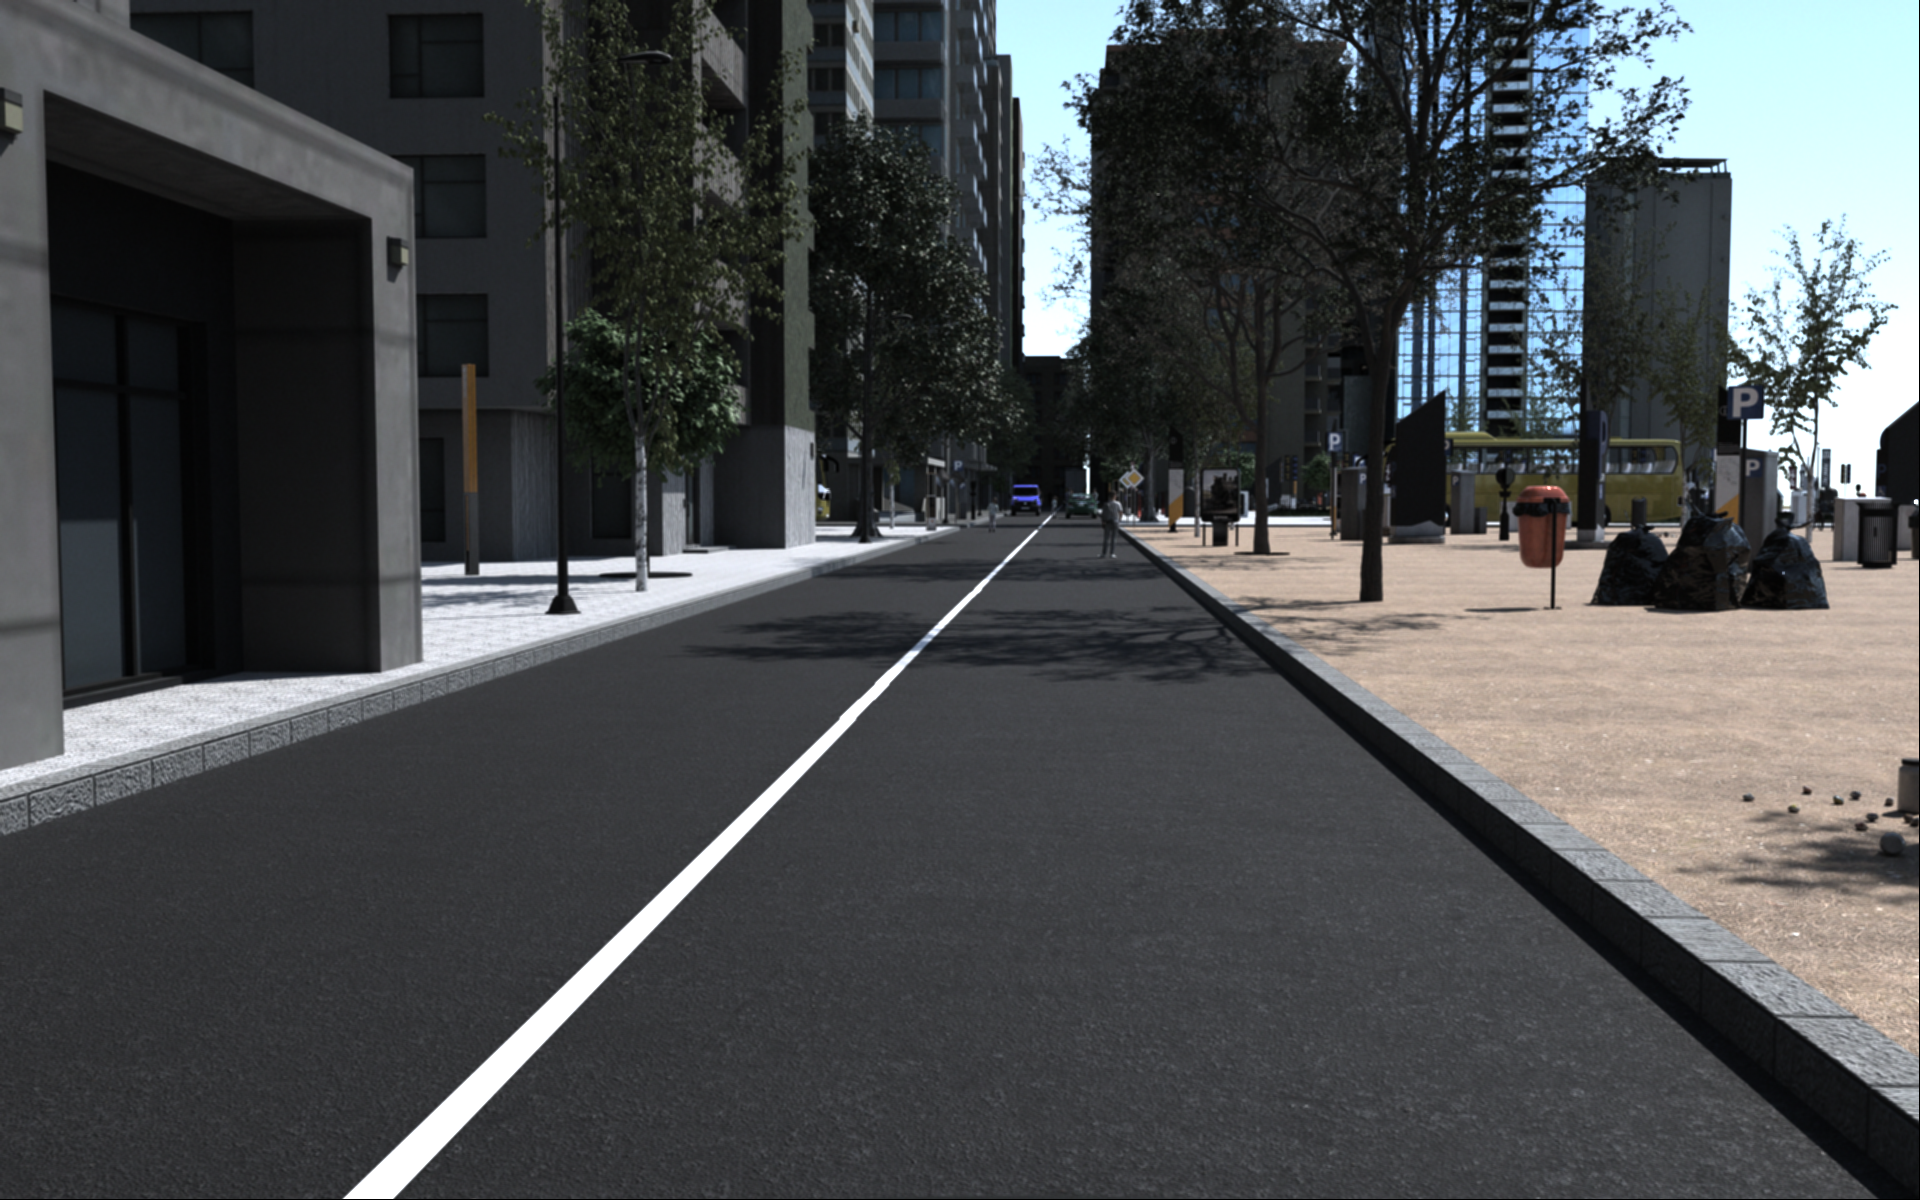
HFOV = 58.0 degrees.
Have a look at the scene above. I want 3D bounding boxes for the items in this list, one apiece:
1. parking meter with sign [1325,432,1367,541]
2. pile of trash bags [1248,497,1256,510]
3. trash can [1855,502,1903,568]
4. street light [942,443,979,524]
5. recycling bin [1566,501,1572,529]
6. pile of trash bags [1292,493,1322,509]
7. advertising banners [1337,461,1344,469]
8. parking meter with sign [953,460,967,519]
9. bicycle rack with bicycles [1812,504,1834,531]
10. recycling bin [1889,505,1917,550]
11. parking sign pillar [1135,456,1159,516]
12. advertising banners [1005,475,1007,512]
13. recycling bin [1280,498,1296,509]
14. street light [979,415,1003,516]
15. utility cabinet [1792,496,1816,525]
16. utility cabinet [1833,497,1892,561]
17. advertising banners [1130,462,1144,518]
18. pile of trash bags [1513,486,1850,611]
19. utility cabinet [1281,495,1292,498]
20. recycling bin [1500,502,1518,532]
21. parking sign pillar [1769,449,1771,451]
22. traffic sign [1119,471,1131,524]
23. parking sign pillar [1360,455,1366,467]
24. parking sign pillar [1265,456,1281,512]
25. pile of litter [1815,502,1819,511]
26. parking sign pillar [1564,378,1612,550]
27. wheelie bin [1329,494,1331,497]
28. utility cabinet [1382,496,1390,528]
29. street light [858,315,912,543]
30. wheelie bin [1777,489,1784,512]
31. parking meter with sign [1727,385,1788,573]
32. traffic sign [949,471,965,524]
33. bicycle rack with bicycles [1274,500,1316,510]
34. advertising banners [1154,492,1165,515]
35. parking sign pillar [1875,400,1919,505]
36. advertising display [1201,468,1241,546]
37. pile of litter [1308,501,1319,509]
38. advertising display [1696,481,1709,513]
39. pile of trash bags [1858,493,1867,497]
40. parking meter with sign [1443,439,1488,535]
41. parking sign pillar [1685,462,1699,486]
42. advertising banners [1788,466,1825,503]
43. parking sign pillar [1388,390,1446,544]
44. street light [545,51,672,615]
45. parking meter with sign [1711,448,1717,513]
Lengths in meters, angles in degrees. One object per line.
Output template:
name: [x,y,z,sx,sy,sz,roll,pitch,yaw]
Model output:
parking meter with sign: [10.963,-3.176,48.185,0.543,3.016,1.738,-2,4,-31]
pile of trash bags: [22.844,-7.878,138.563,1.912,1.369,3.447,1,4,10]
trash can: [15.971,-1.130,30.134,0.748,1.137,0.748,0,3,0]
street light: [-0.068,-6.247,74.672,1.470,5.913,1.316,0,4,4]
recycling bin: [21.746,-3.086,63.008,0.722,1.027,0.722,-1,4,-10]
pile of trash bags: [27.643,-7.808,137.406,1.912,1.369,3.447,-2,4,-33]
advertising banners: [20.377,-5.713,89.588,2.074,3.025,0.090,1,4,8]
parking meter with sign: [0.041,-5.662,88.827,0.543,3.016,1.738,-1,4,-10]
bicycle rack with bicycles: [30.929,-2.853,60.036,2.852,0.926,2.925,1,4,17]
recycling bin: [21.718,-1.669,39.835,0.722,1.027,0.722,3,5,41]
parking sign pillar: [11.069,-6.986,102.699,1.447,3.967,1.447,3,4,38]
advertising banners: [3.330,-7.965,126.409,0.090,3.025,2.074,0,3,0]
recycling bin: [20.608,-5.888,108.821,0.722,1.027,0.722,-3,5,-44]
street light: [1.704,-7.878,101.349,1.470,5.913,1.316,0,4,4]
utility cabinet: [35.489,-3.774,72.870,1.020,1.237,0.306,-1,4,-23]
utility cabinet: [17.405,-1.361,33.414,1.020,1.237,0.306,-1,4,-9]
advertising banners: [9.526,-5.851,91.844,0.090,3.025,2.074,3,4,36]
pile of trash bags: [7.950,-0.613,19.783,3.447,1.369,1.912,-1,4,-11]
utility cabinet: [24.505,-7.310,130.680,1.020,1.237,0.306,0,4,6]
recycling bin: [18.718,-2.816,58.595,0.722,1.027,0.722,0,4,2]
parking sign pillar: [47.612,-7.011,103.107,1.447,3.967,1.447,-2,4,-24]
traffic sign: [7.198,-4.325,74.360,0.795,2.450,0.064,0,4,4]
parking sign pillar: [27.534,-7.976,118.874,1.447,3.967,1.447,0,4,2]
parking sign pillar: [22.207,-8.255,123.443,1.447,3.967,1.447,-1,4,-14]
pile of litter: [51.119,-5.515,104.127,1.176,0.858,1.719,3,5,42]
parking sign pillar: [14.847,-3.192,40.655,1.447,3.967,1.447,2,4,29]
wheelie bin: [22.344,-5.788,102.534,0.980,1.594,0.693,2,4,28]
utility cabinet: [15.263,-3.053,61.074,1.020,1.237,0.306,-3,4,-39]
street light: [-1.940,-4.435,45.056,1.470,5.913,1.316,0,4,4]
wheelie bin: [47.396,-5.666,100.550,0.693,1.594,0.980,3,5,41]
parking meter with sign: [13.151,-1.969,28.454,0.543,3.016,1.738,3,5,42]
traffic sign: [-0.179,-4.356,74.862,0.795,2.450,0.064,0,4,4]
bicycle rack with bicycles: [19.828,-5.516,103.575,2.852,0.926,2.925,3,5,45]
advertising banners: [12.559,-6.769,106.868,0.090,3.025,2.074,-2,4,-30]
parking sign pillar: [26.216,-3.659,48.303,1.447,3.967,1.447,-1,4,-18]
advertising display: [6.439,-2.298,42.792,0.974,1.923,0.123,2,4,27]
pile of litter: [21.928,-5.700,107.162,1.176,0.858,1.719,-3,4,-37]
advertising display: [35.816,-4.790,83.524,0.974,1.923,0.123,-3,4,-37]
pile of trash bags: [47.503,-5.036,92.088,3.447,1.369,1.912,1,4,12]
parking meter with sign: [16.035,-3.600,55.122,1.738,3.016,0.543,-2,4,-30]
parking sign pillar: [60.070,-9.417,142.438,1.447,3.967,1.447,-2,4,-26]
advertising banners: [51.932,-6.737,106.341,2.074,3.025,0.090,2,4,34]
parking sign pillar: [11.857,-3.450,44.877,1.447,3.967,1.447,0,4,-8]
street light: [-3.723,-2.804,18.381,1.470,5.913,1.316,0,4,4]
parking meter with sign: [28.367,-4.186,64.706,0.543,3.016,1.738,1,4,21]
